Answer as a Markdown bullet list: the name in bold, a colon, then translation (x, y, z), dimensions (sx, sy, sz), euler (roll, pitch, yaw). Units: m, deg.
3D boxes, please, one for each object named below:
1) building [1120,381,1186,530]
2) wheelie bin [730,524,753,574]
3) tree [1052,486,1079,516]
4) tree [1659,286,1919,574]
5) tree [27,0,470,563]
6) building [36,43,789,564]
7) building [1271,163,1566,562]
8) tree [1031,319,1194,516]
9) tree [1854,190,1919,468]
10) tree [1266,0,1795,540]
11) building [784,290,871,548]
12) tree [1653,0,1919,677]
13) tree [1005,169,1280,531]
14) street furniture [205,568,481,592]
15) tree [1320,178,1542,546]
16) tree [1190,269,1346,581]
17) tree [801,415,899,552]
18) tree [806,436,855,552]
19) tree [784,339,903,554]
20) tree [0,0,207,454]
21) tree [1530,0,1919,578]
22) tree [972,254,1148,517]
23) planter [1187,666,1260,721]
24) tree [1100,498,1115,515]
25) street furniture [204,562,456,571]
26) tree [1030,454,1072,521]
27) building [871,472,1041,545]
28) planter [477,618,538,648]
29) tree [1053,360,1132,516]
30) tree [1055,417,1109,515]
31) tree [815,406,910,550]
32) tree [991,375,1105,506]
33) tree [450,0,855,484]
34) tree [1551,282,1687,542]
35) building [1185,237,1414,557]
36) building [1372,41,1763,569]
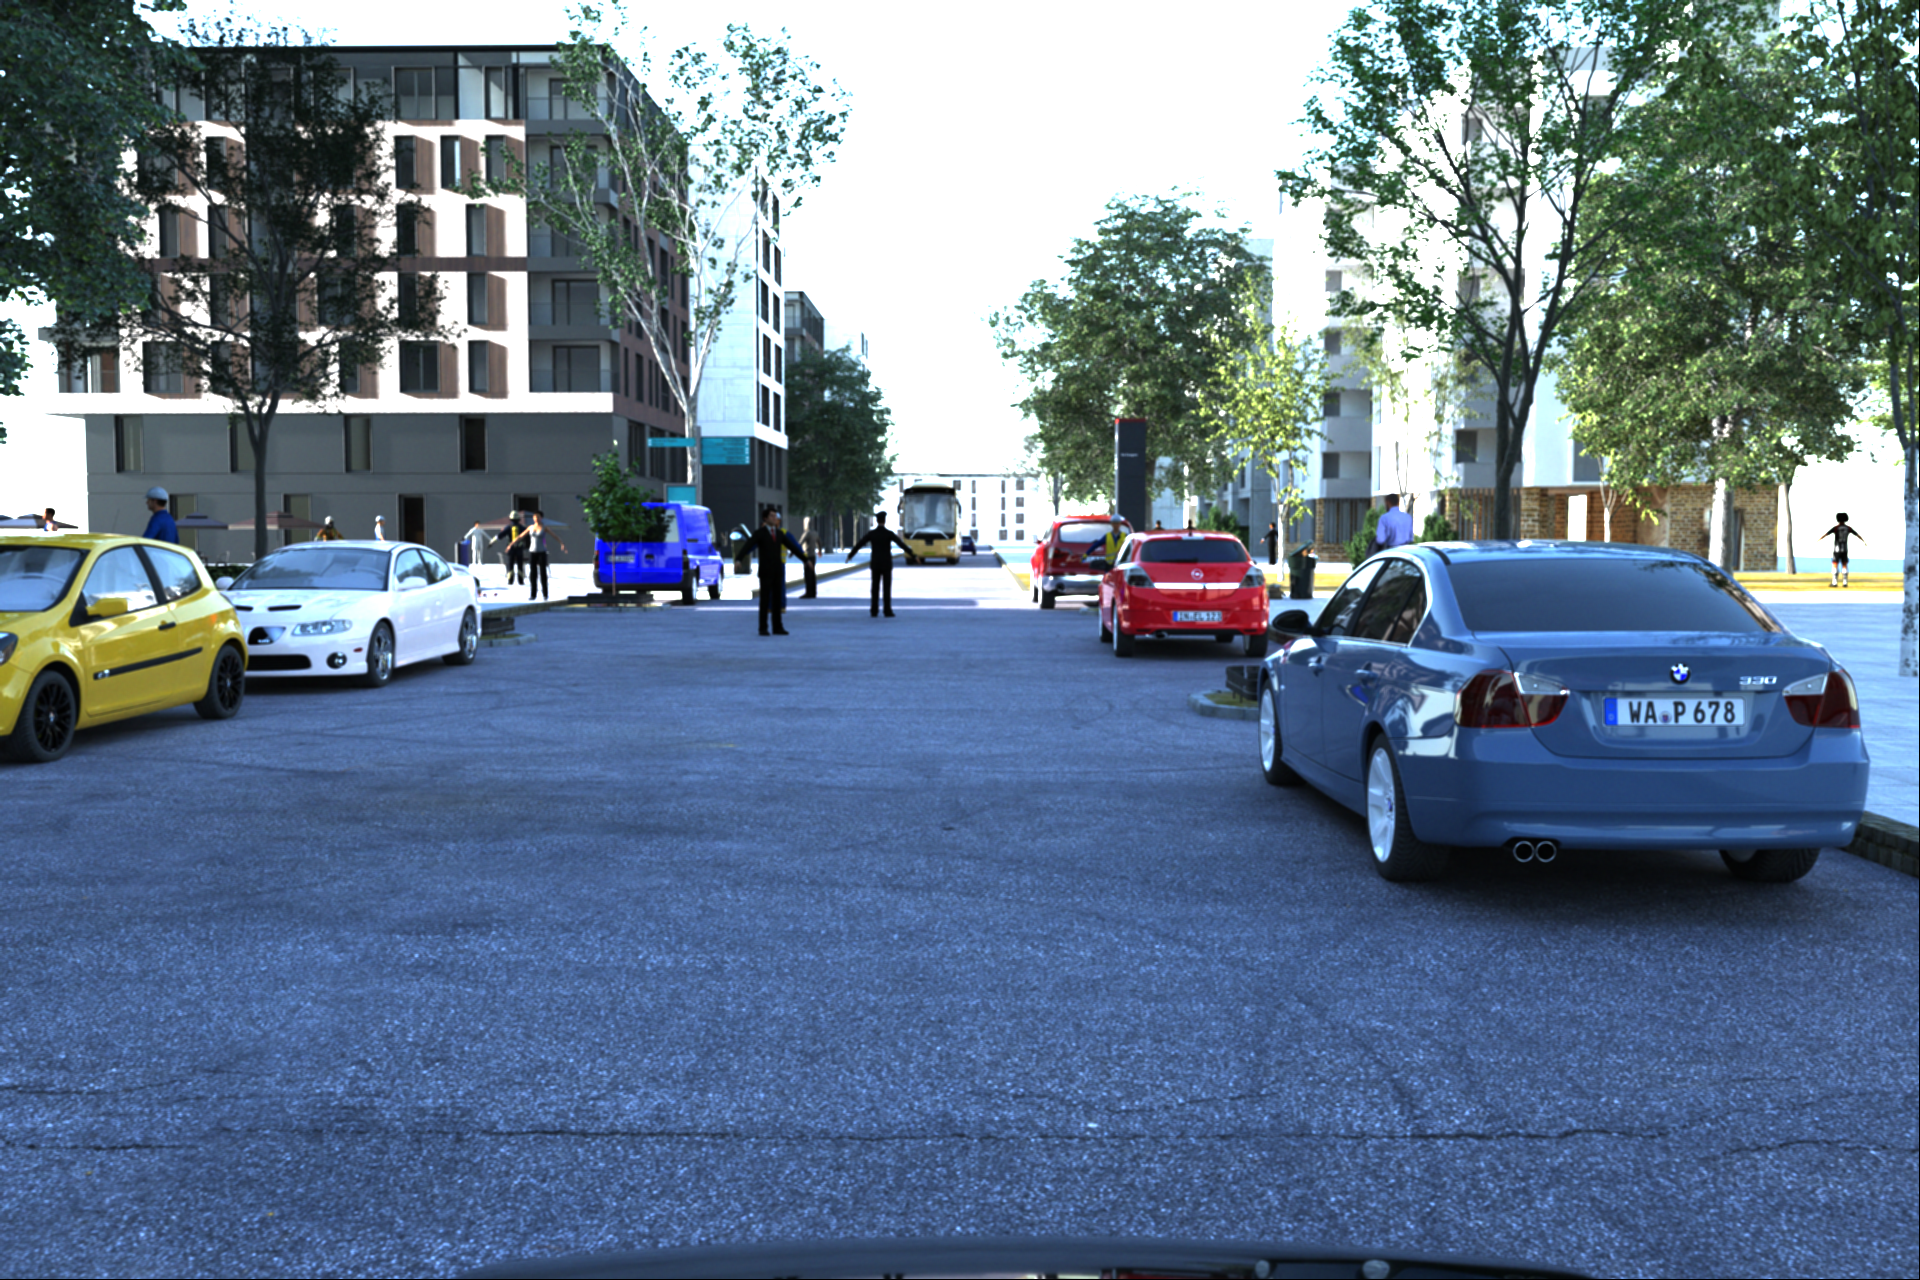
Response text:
- **building**: translation (26.050, -19.015, 177.356), dimensions (16.747, 18.905, 31.486), euler (0, 4, 1)
- **wheelie bin**: translation (-6.959, -2.900, 55.326), dimensions (0.693, 1.594, 0.980), euler (0, 4, 1)
- **tree**: translation (14.810, -17.166, 231.025), dimensions (4.360, 8.622, 3.978), euler (0, 3, 0)
- **tree**: translation (26.553, -7.393, 55.285), dimensions (8.767, 10.594, 7.601), euler (0, 4, 2)
- **tree**: translation (-12.490, -5.856, 30.151), dimensions (8.767, 10.594, 7.601), euler (1, 4, 9)
- **building**: translation (-24.755, -14.991, 89.079), dimensions (27.936, 21.610, 32.646), euler (0, 4, 1)
- **building**: translation (21.700, -14.317, 90.508), dimensions (16.016, 20.090, 11.380), euler (0, 4, 1)
- **tree**: translation (7.077, -9.387, 79.232), dimensions (9.928, 11.665, 9.643), euler (0, 3, 0)
- **tree**: translation (27.592, -7.839, 46.292), dimensions (7.486, 12.596, 7.792), euler (0, 3, 0)
- **tree**: translation (8.898, -6.230, 27.616), dimensions (9.928, 11.665, 9.643), euler (0, 3, 0)
- **building**: translation (-23.362, -19.440, 161.826), dimensions (27.936, 21.610, 32.646), euler (0, 4, 1)
- **tree**: translation (8.415, -3.967, 15.221), dimensions (4.737, 8.622, 4.395), euler (0, 3, 0)
- **tree**: translation (6.467, -9.446, 61.094), dimensions (9.857, 13.997, 8.962), euler (0, 3, 0)
- **street furniture**: translation (-16.079, -1.407, 38.639), dimensions (10.072, 0.657, 5.734), euler (0, 4, -5)
- **tree**: translation (9.060, -5.217, 35.655), dimensions (4.360, 8.622, 3.978), euler (0, 3, 0)
- **tree**: translation (8.642, -5.923, 47.210), dimensions (4.737, 8.622, 4.395), euler (0, 3, 0)
- **tree**: translation (-8.572, -11.787, 127.129), dimensions (8.767, 10.594, 7.601), euler (0, 4, 4)
- **tree**: translation (-8.410, -10.427, 120.847), dimensions (4.360, 8.622, 3.978), euler (0, 3, 0)
- **tree**: translation (-8.633, -12.577, 112.296), dimensions (9.857, 13.997, 8.962), euler (0, 3, 0)
- **tree**: translation (-13.048, -6.873, 19.037), dimensions (9.857, 13.997, 8.962), euler (0, 3, 0)
- **tree**: translation (18.273, -8.242, 41.418), dimensions (9.857, 13.997, 8.962), euler (0, 3, 0)
- **tree**: translation (7.478, -16.014, 117.710), dimensions (12.611, 20.169, 13.585), euler (0, 3, 0)
- **planter**: translation (2.898, 0.428, 14.144), dimensions (1.991, 0.319, 1.994), euler (0, 4, 0)
- **tree**: translation (22.356, -18.274, 233.187), dimensions (7.601, 10.594, 8.767), euler (1, 4, 9)
- **street furniture**: translation (-18.672, -1.856, 45.965), dimensions (10.072, 0.657, 5.734), euler (0, 4, 2)
- **tree**: translation (7.217, -11.747, 142.419), dimensions (4.360, 8.622, 3.978), euler (0, 3, 0)
- **building**: translation (-3.145, -17.700, 233.993), dimensions (28.070, 9.664, 9.099), euler (0, 4, -4)
- **planter**: translation (-6.664, -0.098, 22.745), dimensions (1.991, 0.319, 1.994), euler (0, 4, 1)
- **tree**: translation (6.115, -7.414, 71.574), dimensions (4.360, 8.622, 3.978), euler (0, 3, 0)
- **tree**: translation (7.276, -9.242, 101.469), dimensions (4.737, 8.622, 4.395), euler (0, 3, 0)
- **tree**: translation (-8.156, -12.994, 138.201), dimensions (9.928, 11.665, 9.643), euler (0, 3, 0)
- **tree**: translation (7.389, -13.584, 132.463), dimensions (12.009, 13.543, 11.850), euler (0, 3, 0)
- **tree**: translation (-10.730, -12.540, 60.924), dimensions (12.611, 20.169, 13.585), euler (0, 3, 0)
- **tree**: translation (18.958, -6.101, 50.112), dimensions (4.737, 8.622, 4.395), euler (0, 3, 0)
- **building**: translation (24.792, -15.009, 111.857), dimensions (16.747, 18.905, 31.486), euler (0, 4, 1)
- **building**: translation (22.878, -13.247, 73.002), dimensions (16.016, 20.090, 11.380), euler (0, 4, 1)
